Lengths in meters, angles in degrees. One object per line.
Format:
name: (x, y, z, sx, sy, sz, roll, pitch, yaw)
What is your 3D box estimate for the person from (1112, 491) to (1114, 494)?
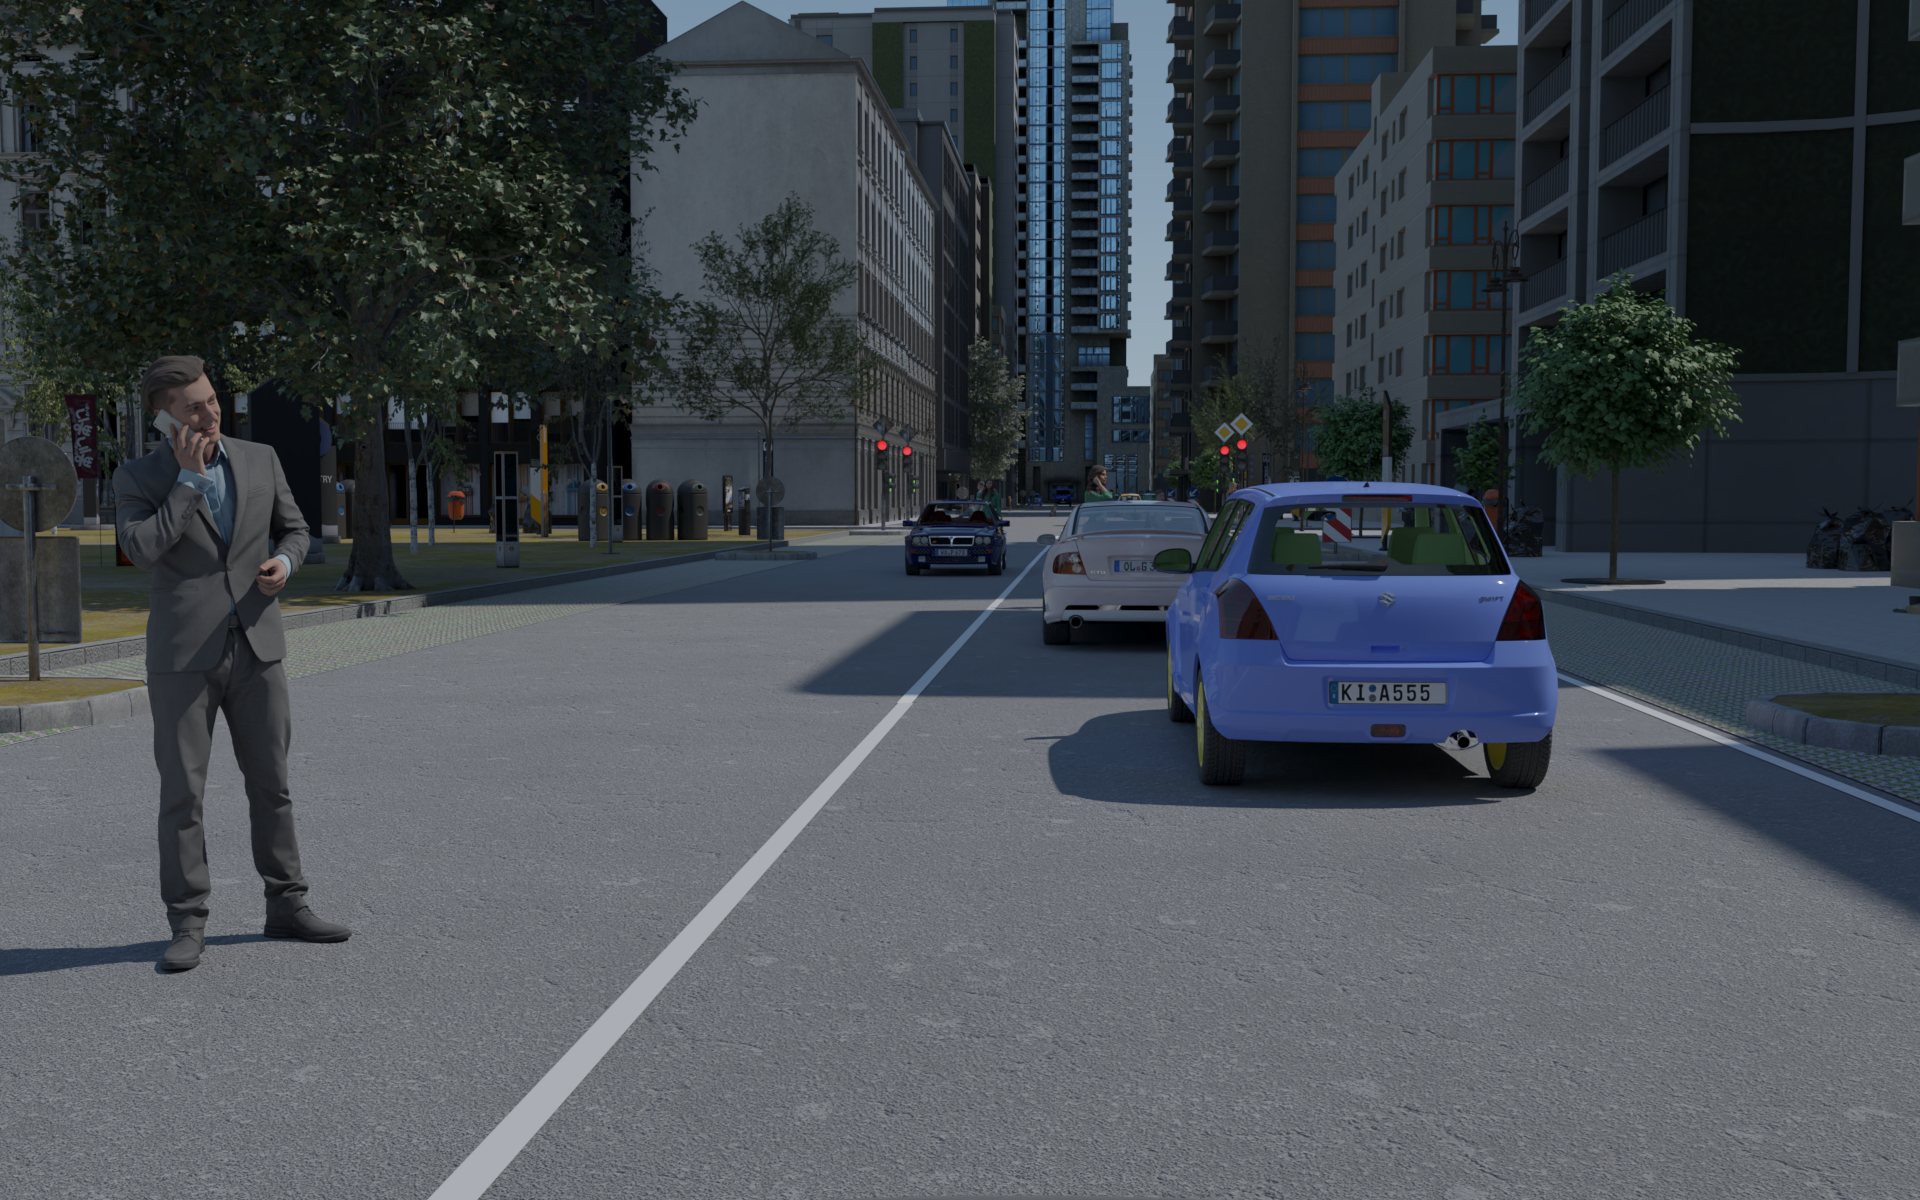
person: (15.942, -10.604, 181.500, 1.348, 1.869, 0.705, 0, 3, 0)

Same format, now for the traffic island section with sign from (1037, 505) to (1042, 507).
traffic island section with sign: (8.371, -11.551, 197.487, 1.989, 1.847, 2.006, 0, 4, 4)

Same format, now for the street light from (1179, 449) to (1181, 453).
street light: (18.173, -10.364, 142.242, 0.468, 5.910, 1.993, 0, 4, 4)

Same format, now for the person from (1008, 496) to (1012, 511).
person: (4.124, -8.018, 144.257, 0.373, 1.253, 0.362, -1, 4, -9)

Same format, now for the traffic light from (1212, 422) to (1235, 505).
traffic light: (10.323, -4.826, 67.832, 0.839, 4.253, 0.868, 0, 4, 4)

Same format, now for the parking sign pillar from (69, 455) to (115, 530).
parking sign pillar: (-30.954, -4.476, 61.651, 1.447, 3.967, 1.447, -1, 4, -22)

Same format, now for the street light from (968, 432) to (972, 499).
street light: (0.707, -9.579, 129.401, 0.468, 5.910, 1.993, 0, 4, 4)

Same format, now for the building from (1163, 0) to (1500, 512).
building: (26.365, -28.889, 126.959, 22.147, 44.769, 28.867, 0, 4, 4)

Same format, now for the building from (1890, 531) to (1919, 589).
building: (25.689, -9.977, 8.162, 27.650, 21.520, 28.899, 0, 4, 4)

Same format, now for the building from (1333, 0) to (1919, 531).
building: (33.720, -14.362, 79.855, 28.899, 21.520, 27.650, 0, 4, 4)

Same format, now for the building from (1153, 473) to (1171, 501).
building: (33.847, -46.933, 205.605, 20.563, 71.187, 20.611, 0, 4, 4)

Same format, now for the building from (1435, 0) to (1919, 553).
building: (23.818, -36.779, 39.587, 20.563, 71.187, 20.611, 0, 4, 4)

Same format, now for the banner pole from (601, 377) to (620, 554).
banner pole: (-7.525, -2.891, 37.287, 0.401, 3.779, 0.863, 0, 4, -6)

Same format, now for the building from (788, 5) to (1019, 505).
building: (-7.200, -40.827, 209.518, 28.212, 58.520, 21.231, 0, 4, 4)

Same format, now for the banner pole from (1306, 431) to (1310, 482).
banner pole: (13.685, -4.782, 68.195, 0.401, 3.779, 0.863, 1, 4, 12)

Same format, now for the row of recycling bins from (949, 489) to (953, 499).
row of recycling bins: (-2.319, -7.677, 132.623, 3.534, 1.692, 1.069, 0, 4, -3)

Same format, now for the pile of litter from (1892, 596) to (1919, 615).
pile of litter: (10.926, -0.270, 18.378, 1.719, 0.858, 1.176, 3, 5, 42)

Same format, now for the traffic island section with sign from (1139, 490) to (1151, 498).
traffic island section with sign: (20.584, -11.548, 197.437, 1.989, 1.847, 2.006, 0, 4, 4)

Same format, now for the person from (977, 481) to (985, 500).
person: (0.691, -2.612, 51.298, 0.391, 1.810, 0.635, 2, 4, 33)

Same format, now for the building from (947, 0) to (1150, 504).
building: (10.350, -56.516, 236.708, 31.000, 86.520, 22.319, 0, 4, 4)

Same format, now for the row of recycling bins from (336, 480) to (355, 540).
row of recycling bins: (-17.621, -2.576, 49.232, 1.069, 1.692, 3.534, 1, 4, 16)

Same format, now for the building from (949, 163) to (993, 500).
building: (-4.574, -23.219, 151.339, 14.160, 30.474, 14.107, 0, 4, 4)

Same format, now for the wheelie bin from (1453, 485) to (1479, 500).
wheelie bin: (12.903, -2.230, 44.362, 0.693, 1.594, 0.980, -1, 4, -22)

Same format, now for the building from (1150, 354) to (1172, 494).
building: (41.184, -24.093, 238.963, 28.899, 21.520, 27.650, 0, 4, 4)

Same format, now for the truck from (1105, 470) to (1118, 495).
truck: (17.273, -13.193, 204.615, 2.839, 4.237, 11.283, 0, 4, 5)

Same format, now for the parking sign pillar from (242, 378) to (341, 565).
parking sign pillar: (-12.483, -2.654, 31.872, 1.447, 3.967, 1.447, 3, 5, 44)

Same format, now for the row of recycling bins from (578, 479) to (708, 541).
row of recycling bins: (-8.751, -2.488, 47.797, 3.534, 1.692, 1.069, -1, 4, -20)

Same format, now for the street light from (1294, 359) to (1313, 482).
street light: (11.729, -5.287, 59.229, 0.468, 5.910, 1.993, 0, 4, 4)

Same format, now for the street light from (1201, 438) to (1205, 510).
street light: (15.892, -8.543, 112.473, 0.468, 5.910, 1.993, 0, 4, 4)

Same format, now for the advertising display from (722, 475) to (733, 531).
advertising display: (-8.026, -3.340, 59.829, 0.123, 1.923, 0.974, 0, 4, 7)

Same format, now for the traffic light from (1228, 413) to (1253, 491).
traffic light: (9.695, -4.339, 59.871, 0.839, 4.253, 0.868, 0, 4, 4)

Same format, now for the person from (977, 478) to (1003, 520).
person: (0.675, -1.873, 39.374, 0.600, 1.795, 0.529, 0, 3, 0)

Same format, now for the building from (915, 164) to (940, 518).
building: (-6.806, -15.134, 96.595, 9.793, 20.994, 18.267, 0, 4, 4)

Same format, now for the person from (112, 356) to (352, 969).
person: (-2.237, 0.181, 5.342, 0.655, 1.846, 0.447, -3, 5, -44)

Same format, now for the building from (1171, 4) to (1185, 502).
building: (32.866, -39.121, 181.628, 21.231, 58.520, 28.212, 0, 4, 4)

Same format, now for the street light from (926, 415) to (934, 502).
street light: (-1.733, -7.759, 99.644, 0.468, 5.910, 1.993, 0, 4, 4)

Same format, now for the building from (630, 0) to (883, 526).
building: (-8.025, -14.021, 78.402, 9.793, 20.994, 18.267, 0, 4, 4)

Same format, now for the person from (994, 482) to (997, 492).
person: (0.728, -2.314, 46.604, 0.573, 1.790, 0.520, -1, 4, -14)

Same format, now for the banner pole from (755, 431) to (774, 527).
banner pole: (-7.735, -4.802, 68.530, 0.863, 3.779, 0.401, -2, 4, -31)

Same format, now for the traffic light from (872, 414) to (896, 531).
traffic light: (-2.679, -4.398, 60.827, 0.839, 4.253, 0.868, 0, 4, 4)

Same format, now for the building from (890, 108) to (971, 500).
building: (-7.203, -19.828, 117.692, 14.314, 27.812, 24.014, 0, 4, 4)

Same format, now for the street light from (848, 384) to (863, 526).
street light: (-4.191, -5.923, 69.628, 0.468, 5.910, 1.993, 0, 4, 4)

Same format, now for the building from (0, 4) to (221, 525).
building: (-40.232, -15.148, 76.542, 19.941, 23.489, 11.050, 0, 4, 4)

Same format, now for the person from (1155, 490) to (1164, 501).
person: (3.509, -1.187, 30.506, 0.523, 1.515, 0.503, 0, 4, 0)

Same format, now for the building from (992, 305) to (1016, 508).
building: (-8.863, -20.119, 173.988, 27.650, 21.520, 28.899, 0, 4, 4)

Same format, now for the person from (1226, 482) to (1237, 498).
person: (8.971, -2.975, 57.114, 0.573, 1.828, 0.580, -1, 4, -20)

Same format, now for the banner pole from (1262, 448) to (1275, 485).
banner pole: (16.650, -6.310, 93.182, 0.863, 3.779, 0.401, 0, 4, -1)

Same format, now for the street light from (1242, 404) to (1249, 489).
street light: (13.475, -6.694, 82.228, 0.468, 5.910, 1.993, 0, 4, 4)

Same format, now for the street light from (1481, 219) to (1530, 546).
street light: (9.234, -3.467, 29.477, 0.468, 5.910, 1.993, 0, 4, 4)

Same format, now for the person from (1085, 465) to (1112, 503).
person: (1.725, -0.807, 21.942, 0.529, 1.795, 0.600, 1, 4, 15)

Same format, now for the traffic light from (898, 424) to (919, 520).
traffic light: (-2.052, -4.885, 68.788, 0.839, 4.253, 0.868, 0, 4, 4)

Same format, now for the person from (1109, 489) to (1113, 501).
person: (11.011, -7.229, 126.966, 0.793, 1.790, 0.793, -3, 5, -43)

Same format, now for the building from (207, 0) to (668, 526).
building: (-21.954, -15.044, 75.644, 15.834, 23.373, 12.332, 0, 4, 4)

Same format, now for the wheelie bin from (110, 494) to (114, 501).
wheelie bin: (-19.945, -2.069, 41.738, 0.980, 1.594, 0.693, -1, 4, -15)

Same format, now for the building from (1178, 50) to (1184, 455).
building: (27.675, -31.260, 161.206, 14.600, 45.320, 14.200, 0, 4, 4)
